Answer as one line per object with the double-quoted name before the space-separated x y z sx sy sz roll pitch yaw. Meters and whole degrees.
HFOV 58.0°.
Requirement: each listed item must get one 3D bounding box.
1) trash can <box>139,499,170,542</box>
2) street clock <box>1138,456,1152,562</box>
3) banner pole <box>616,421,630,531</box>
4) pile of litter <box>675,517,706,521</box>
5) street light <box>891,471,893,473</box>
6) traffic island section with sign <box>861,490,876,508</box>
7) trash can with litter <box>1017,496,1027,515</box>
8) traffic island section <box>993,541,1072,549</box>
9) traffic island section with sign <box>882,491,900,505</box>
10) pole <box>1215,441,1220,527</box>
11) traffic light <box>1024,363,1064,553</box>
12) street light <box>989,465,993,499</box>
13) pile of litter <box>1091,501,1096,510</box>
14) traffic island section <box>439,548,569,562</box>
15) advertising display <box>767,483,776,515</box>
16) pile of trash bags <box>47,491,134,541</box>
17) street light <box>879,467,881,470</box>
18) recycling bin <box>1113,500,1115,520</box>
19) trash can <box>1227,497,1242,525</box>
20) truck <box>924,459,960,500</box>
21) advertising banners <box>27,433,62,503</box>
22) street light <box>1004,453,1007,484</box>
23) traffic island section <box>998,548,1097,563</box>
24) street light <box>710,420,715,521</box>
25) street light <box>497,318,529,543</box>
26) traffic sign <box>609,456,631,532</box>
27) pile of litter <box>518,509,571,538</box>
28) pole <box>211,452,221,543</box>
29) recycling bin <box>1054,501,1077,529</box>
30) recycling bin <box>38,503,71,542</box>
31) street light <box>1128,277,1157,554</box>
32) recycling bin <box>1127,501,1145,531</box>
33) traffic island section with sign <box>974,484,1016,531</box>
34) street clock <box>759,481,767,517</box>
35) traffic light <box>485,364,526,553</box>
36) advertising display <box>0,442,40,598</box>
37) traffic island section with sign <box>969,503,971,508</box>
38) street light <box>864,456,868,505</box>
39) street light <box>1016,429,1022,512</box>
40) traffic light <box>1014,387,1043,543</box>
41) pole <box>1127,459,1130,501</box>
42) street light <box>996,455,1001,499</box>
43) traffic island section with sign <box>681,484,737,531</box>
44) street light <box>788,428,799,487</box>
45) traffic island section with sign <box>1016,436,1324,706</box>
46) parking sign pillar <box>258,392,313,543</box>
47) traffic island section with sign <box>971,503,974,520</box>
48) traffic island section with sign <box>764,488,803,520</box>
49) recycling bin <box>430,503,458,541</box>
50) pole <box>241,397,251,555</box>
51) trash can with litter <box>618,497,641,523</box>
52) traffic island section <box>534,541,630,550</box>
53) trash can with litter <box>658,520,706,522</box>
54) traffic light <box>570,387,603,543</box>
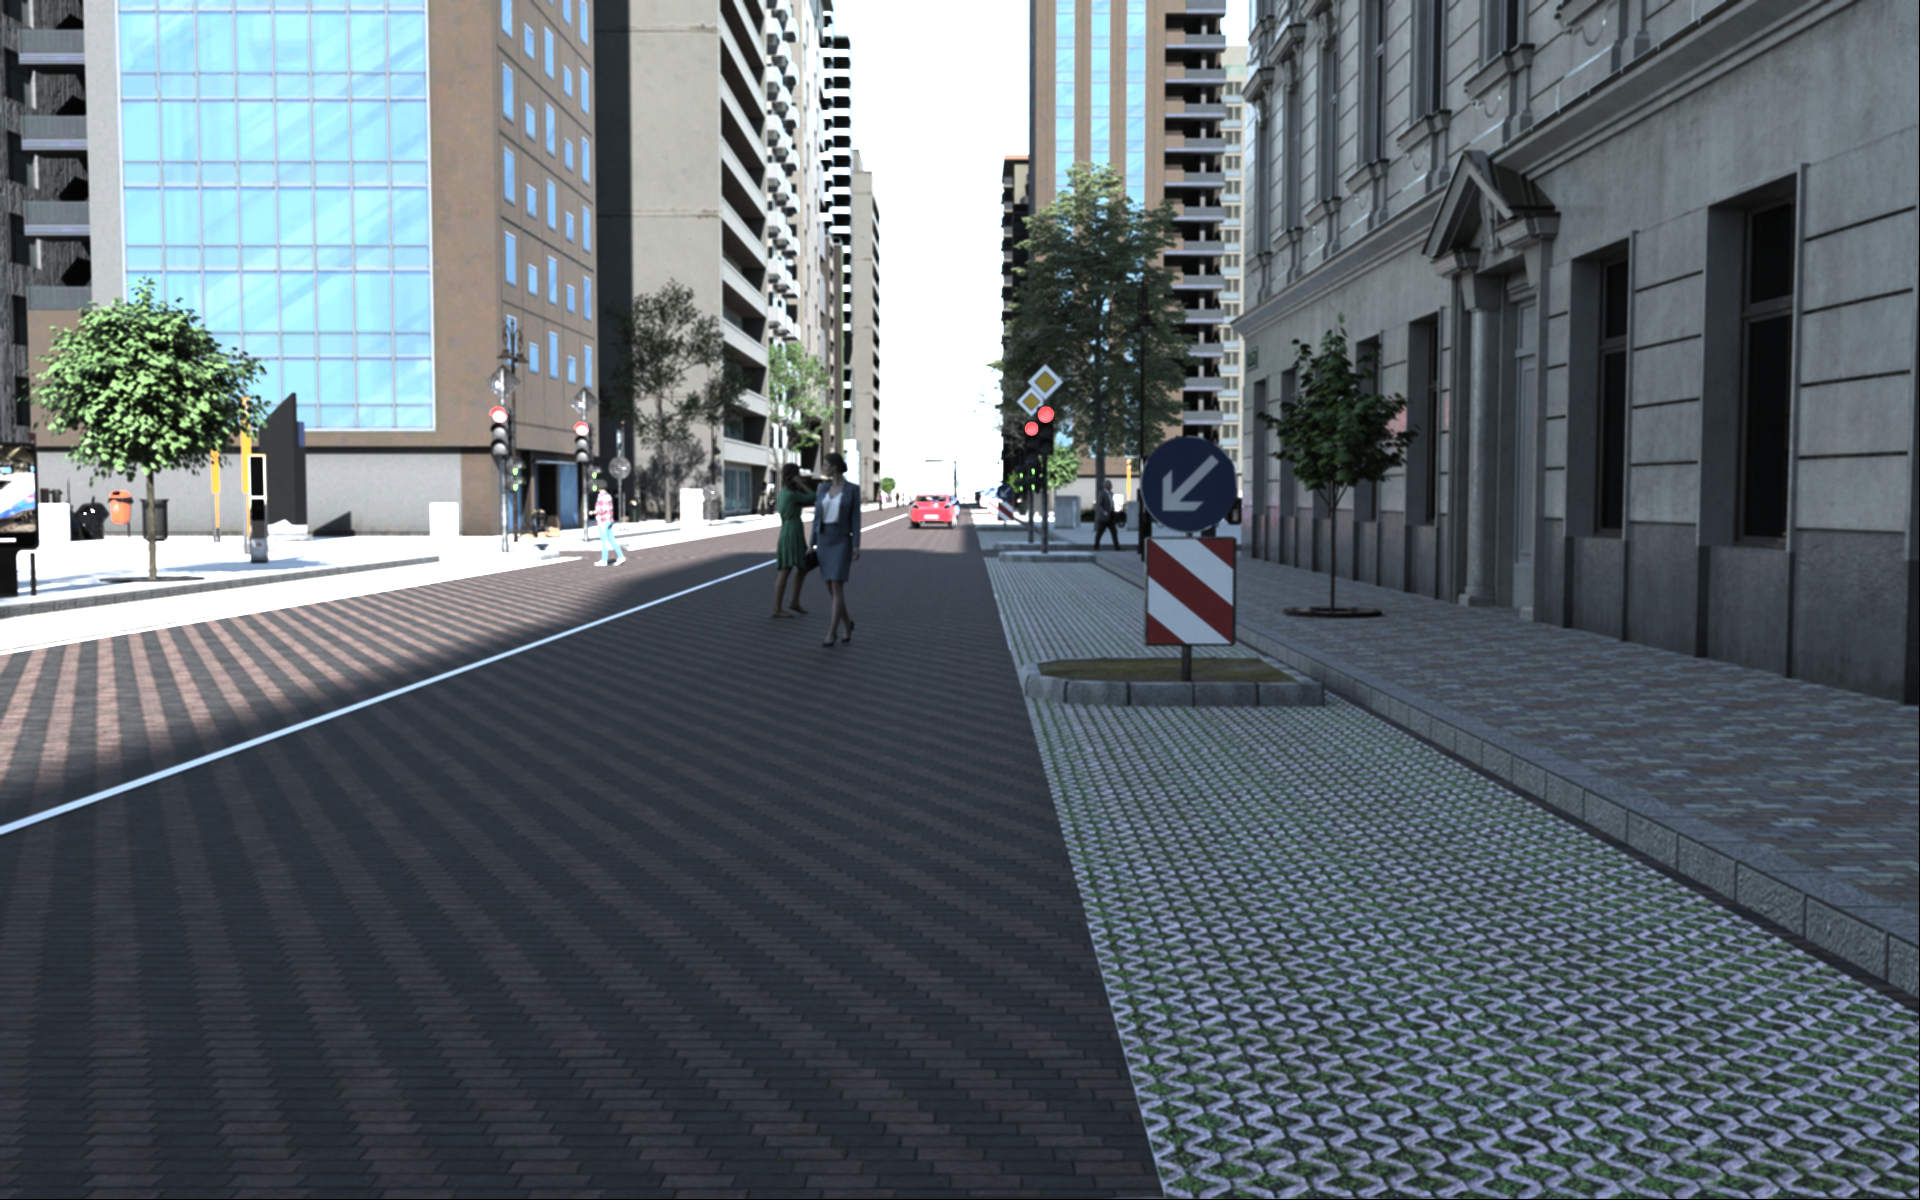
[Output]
"trash can" -21.802 -2.156 46.905 0.748 1.137 0.748 0 3 0
"street clock" 3.557 -1.736 32.948 0.358 2.002 0.471 0 4 2
"banner pole" -11.583 -4.231 59.201 0.401 3.779 0.863 1 4 9
"pile of litter" -13.071 -4.278 83.905 1.176 0.858 1.719 -3 5 -39
"street light" -10.990 -18.783 279.885 0.468 5.910 1.993 0 4 0
"traffic island section with sign" -9.409 -10.001 172.151 1.989 1.847 2.006 0 4 0
"trash can with litter" 3.812 -5.811 106.391 0.624 1.170 1.055 0 4 2
"traffic island section" 1.886 -1.420 45.503 2.009 0.180 2.903 0 4 0
"traffic island section with sign" -9.229 -13.364 227.133 1.989 1.847 2.006 0 4 0
"pole" 9.975 -4.488 67.227 0.158 3.312 0.155 0 3 0
"traffic light" 1.818 -2.965 37.405 0.839 4.253 0.868 0 4 0
"street light" 4.762 -18.749 279.327 0.468 5.910 1.993 0 4 0
"pile of litter" 8.996 -5.926 110.848 1.176 0.858 1.719 3 4 37
"traffic island section" -9.883 -0.935 37.564 2.009 0.180 2.903 0 4 0
"advertising display" -11.410 -6.096 104.889 0.123 1.923 0.974 -2 4 -33
"pile of trash bags" -24.358 -2.341 48.028 3.447 1.369 1.912 1 4 18
"street light" -11.219 -16.519 242.868 0.468 5.910 1.993 0 4 0
"recycling bin" 6.306 -3.809 74.826 0.722 1.027 0.722 0 4 7
"trash can" 11.572 -3.749 72.945 0.748 1.137 0.748 0 3 0
"truck" -1.526 -9.603 145.915 2.839 4.237 11.283 0 4 1
"advertising banners" -26.585 -3.311 50.320 0.090 3.025 2.074 0 4 -4
"street light" 4.238 -11.437 159.780 0.468 5.910 1.993 0 4 0
"traffic island section" 1.858 -0.932 37.518 2.009 0.180 2.903 0 4 0
"street light" -11.780 -6.710 82.494 0.468 5.910 1.993 0 4 0
"street light" -11.756 -4.457 45.665 0.468 5.910 1.993 0 4 0
"traffic sign" -11.502 -3.574 58.545 0.768 2.556 0.104 0 4 4
"pile of litter" -12.197 -2.251 50.762 1.719 0.858 1.176 -2 4 -23
"pole" -19.605 -3.166 45.603 0.158 3.312 0.155 0 3 0
"recycling bin" 3.935 -3.185 64.625 0.722 1.027 0.722 1 4 14
"recycling bin" -24.337 -2.073 46.440 0.722 1.027 0.722 -3 5 -40
"street light" 3.884 -3.926 36.980 0.468 5.910 1.993 0 4 0
"recycling bin" 6.282 -2.976 61.210 0.722 1.027 0.722 1 4 10
"traffic island section with sign" 1.630 -3.577 67.119 1.989 1.847 2.006 0 4 0
"street clock" -11.246 -5.763 98.803 0.358 2.002 0.471 2 4 29
"traffic light" -9.843 -2.967 37.429 0.839 4.253 0.868 0 4 0
"advertising display" -11.875 -0.990 21.399 0.123 1.923 0.974 2 4 29
"traffic island section with sign" 1.905 -8.375 145.560 1.989 1.847 2.006 0 4 0
"street light" -11.173 -14.266 206.038 0.468 5.910 1.993 0 4 0
"street light" 4.221 -9.184 122.951 0.468 5.910 1.993 0 4 0
"traffic light" 1.846 -3.454 45.390 0.839 4.253 0.868 0 4 0
"pole" 9.929 -6.606 101.844 0.158 3.312 0.155 0 3 0
"street light" 4.462 -14.239 205.590 0.468 5.910 1.993 0 4 0
"traffic island section with sign" -9.782 -3.617 67.771 1.989 1.847 2.006 0 4 0
"street light" -11.615 -8.962 119.323 0.468 5.910 1.993 0 4 0
"traffic island section with sign" 1.454 -0.240 12.555 1.989 1.847 2.006 0 4 0
"parking sign pillar" -18.168 -3.546 46.447 1.447 3.967 1.447 2 4 27
"traffic island section with sign" 1.729 -5.265 94.710 1.989 1.847 2.006 0 4 0
"traffic island section with sign" -9.686 -5.308 95.409 1.989 1.847 2.006 0 4 0
"recycling bin" -14.235 -2.156 47.804 0.722 1.027 0.722 -1 4 -17
"pole" -15.067 -2.614 36.585 0.158 3.312 0.155 0 3 0
"trash can with litter" -14.630 -3.989 76.601 1.055 1.170 0.624 2 4 24
"traffic island section" -9.856 -1.423 45.549 2.009 0.180 2.903 0 4 0
"trash can with litter" -12.775 -4.207 79.847 2.233 1.210 1.678 1 4 10
"traffic light" -9.816 -3.455 45.414 0.839 4.253 0.868 0 4 0
